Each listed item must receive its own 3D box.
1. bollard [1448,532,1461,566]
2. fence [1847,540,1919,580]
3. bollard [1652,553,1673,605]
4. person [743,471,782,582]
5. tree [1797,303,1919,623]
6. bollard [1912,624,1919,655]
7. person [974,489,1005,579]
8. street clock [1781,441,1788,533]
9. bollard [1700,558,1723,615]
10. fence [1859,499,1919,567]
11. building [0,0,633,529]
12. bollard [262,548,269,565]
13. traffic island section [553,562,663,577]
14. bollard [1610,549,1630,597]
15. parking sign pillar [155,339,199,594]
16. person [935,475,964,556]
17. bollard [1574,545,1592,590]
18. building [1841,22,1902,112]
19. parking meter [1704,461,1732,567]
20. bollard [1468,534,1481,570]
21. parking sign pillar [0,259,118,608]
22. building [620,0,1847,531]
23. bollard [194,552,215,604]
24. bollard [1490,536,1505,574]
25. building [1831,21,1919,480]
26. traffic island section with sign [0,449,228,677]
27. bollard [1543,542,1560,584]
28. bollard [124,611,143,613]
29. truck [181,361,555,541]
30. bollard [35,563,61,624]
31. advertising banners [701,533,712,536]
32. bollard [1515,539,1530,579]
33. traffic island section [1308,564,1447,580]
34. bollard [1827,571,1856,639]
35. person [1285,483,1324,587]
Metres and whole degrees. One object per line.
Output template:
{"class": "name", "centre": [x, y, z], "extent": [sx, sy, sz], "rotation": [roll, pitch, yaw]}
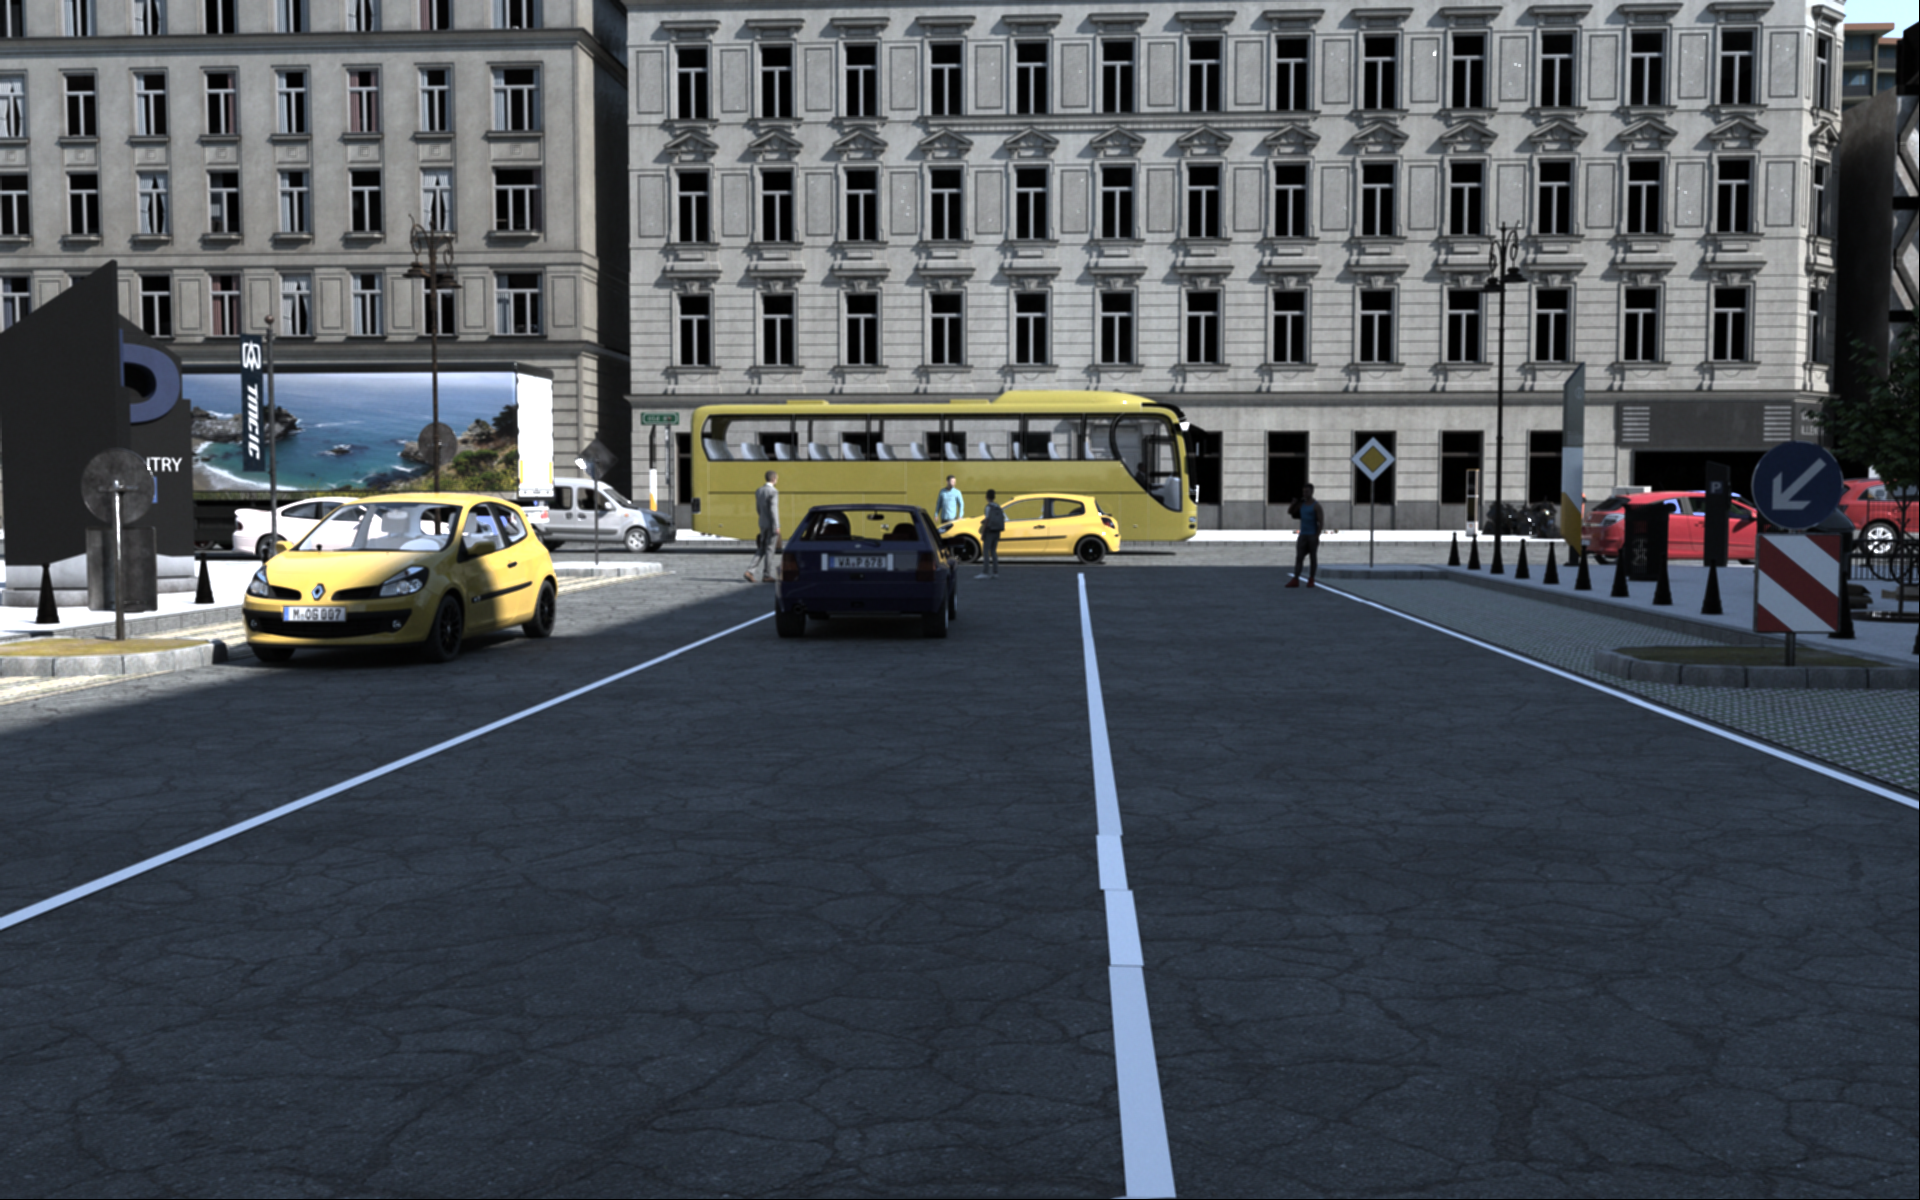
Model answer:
{"class": "bollard", "centre": [8.858, -0.917, 31.031], "extent": [0.229, 0.601, 0.229], "rotation": [0, 3, 0]}
{"class": "fence", "centre": [12.207, -0.446, 22.667], "extent": [2.069, 0.683, 0.278], "rotation": [0, 4, 6]}
{"class": "bollard", "centre": [8.155, -0.247, 20.085], "extent": [0.229, 0.601, 0.229], "rotation": [0, 3, 0]}
{"class": "person", "centre": [-3.108, -1.194, 28.141], "extent": [0.709, 1.813, 0.853], "rotation": [3, 5, 44]}
{"class": "tree", "centre": [9.684, -1.401, 17.503], "extent": [1.663, 3.219, 1.824], "rotation": [0, 3, 0]}
{"class": "bollard", "centre": [7.753, 0.134, 13.855], "extent": [0.229, 0.601, 0.229], "rotation": [0, 3, 0]}
{"class": "person", "centre": [0.511, -1.116, 29.336], "extent": [0.523, 1.515, 0.503], "rotation": [0, 4, 7]}
{"class": "street clock", "centre": [11.416, -1.177, 23.817], "extent": [0.471, 2.002, 0.358], "rotation": [3, 5, 42]}
{"class": "bollard", "centre": [8.052, -0.152, 18.529], "extent": [0.229, 0.601, 0.229], "rotation": [0, 3, 0]}
{"class": "fence", "centre": [16.869, -1.148, 29.967], "extent": [2.264, 1.192, 0.480], "rotation": [3, 4, 36]}
{"class": "building", "centre": [-27.057, -14.409, 68.871], "extent": [30.059, 22.955, 16.112], "rotation": [0, 4, 4]}
{"class": "bollard", "centre": [-8.751, -0.355, 21.844], "extent": [0.229, 0.601, 0.229], "rotation": [0, 3, 0]}
{"class": "traffic island section", "centre": [-6.554, -0.543, 31.164], "extent": [2.009, 0.180, 2.903], "rotation": [0, 4, 4]}
{"class": "bollard", "centre": [8.256, -0.343, 21.651], "extent": [0.229, 0.601, 0.229], "rotation": [0, 3, 0]}
{"class": "parking sign pillar", "centre": [-10.775, -2.089, 22.632], "extent": [1.447, 3.967, 1.447], "rotation": [3, 5, 44]}
{"class": "person", "centre": [-0.177, -1.792, 37.657], "extent": [0.638, 1.841, 0.748], "rotation": [3, 4, 36]}
{"class": "bollard", "centre": [8.356, -0.438, 23.207], "extent": [0.229, 0.601, 0.229], "rotation": [0, 3, 0]}
{"class": "building", "centre": [74.667, -31.118, 163.408], "extent": [28.867, 44.769, 22.147], "rotation": [0, 4, 4]}
{"class": "parking meter", "centre": [13.403, -1.524, 30.626], "extent": [0.399, 1.863, 0.255], "rotation": [3, 4, 37]}
{"class": "bollard", "centre": [8.755, -0.822, 29.476], "extent": [0.229, 0.601, 0.229], "rotation": [0, 3, 0]}
{"class": "parking sign pillar", "centre": [-10.385, -1.936, 20.129], "extent": [1.447, 3.967, 1.447], "rotation": [0, 4, -5]}
{"class": "building", "centre": [10.077, -17.838, 68.065], "extent": [44.131, 29.872, 17.030], "rotation": [0, 4, 4]}
{"class": "bollard", "centre": [-8.857, -0.260, 20.286], "extent": [0.229, 0.601, 0.229], "rotation": [0, 3, 0]}
{"class": "bollard", "centre": [8.659, -0.725, 27.899], "extent": [0.229, 0.601, 0.229], "rotation": [0, 3, 0]}
{"class": "building", "centre": [40.799, -12.088, 65.097], "extent": [16.811, 18.784, 16.820], "rotation": [0, 4, 4]}
{"class": "traffic island section with sign", "centre": [-7.304, -0.354, 14.421], "extent": [1.989, 1.847, 2.006], "rotation": [0, 4, 4]}
{"class": "bollard", "centre": [8.459, -0.533, 24.763], "extent": [0.229, 0.601, 0.229], "rotation": [0, 3, 0]}
{"class": "bollard", "centre": [-8.956, -0.164, 18.730], "extent": [0.229, 0.601, 0.229], "rotation": [0, 3, 0]}
{"class": "truck", "centre": [-14.827, -3.023, 38.346], "extent": [11.283, 4.237, 2.839], "rotation": [0, 4, 5]}
{"class": "bollard", "centre": [-9.053, -0.069, 17.167], "extent": [0.229, 0.601, 0.229], "rotation": [0, 3, 0]}
{"class": "advertising banners", "centre": [-7.999, -3.529, 53.894], "extent": [0.090, 3.025, 2.074], "rotation": [-2, 4, -23]}
{"class": "bollard", "centre": [8.553, -0.629, 26.321], "extent": [0.229, 0.601, 0.229], "rotation": [0, 3, 0]}
{"class": "traffic island section", "centre": [7.209, -0.489, 30.276], "extent": [2.009, 0.180, 2.903], "rotation": [0, 4, 4]}
{"class": "bollard", "centre": [7.854, 0.039, 15.411], "extent": [0.229, 0.601, 0.229], "rotation": [0, 3, 0]}
{"class": "person", "centre": [5.296, -1.000, 26.722], "extent": [0.647, 1.594, 0.662], "rotation": [3, 4, 36]}
